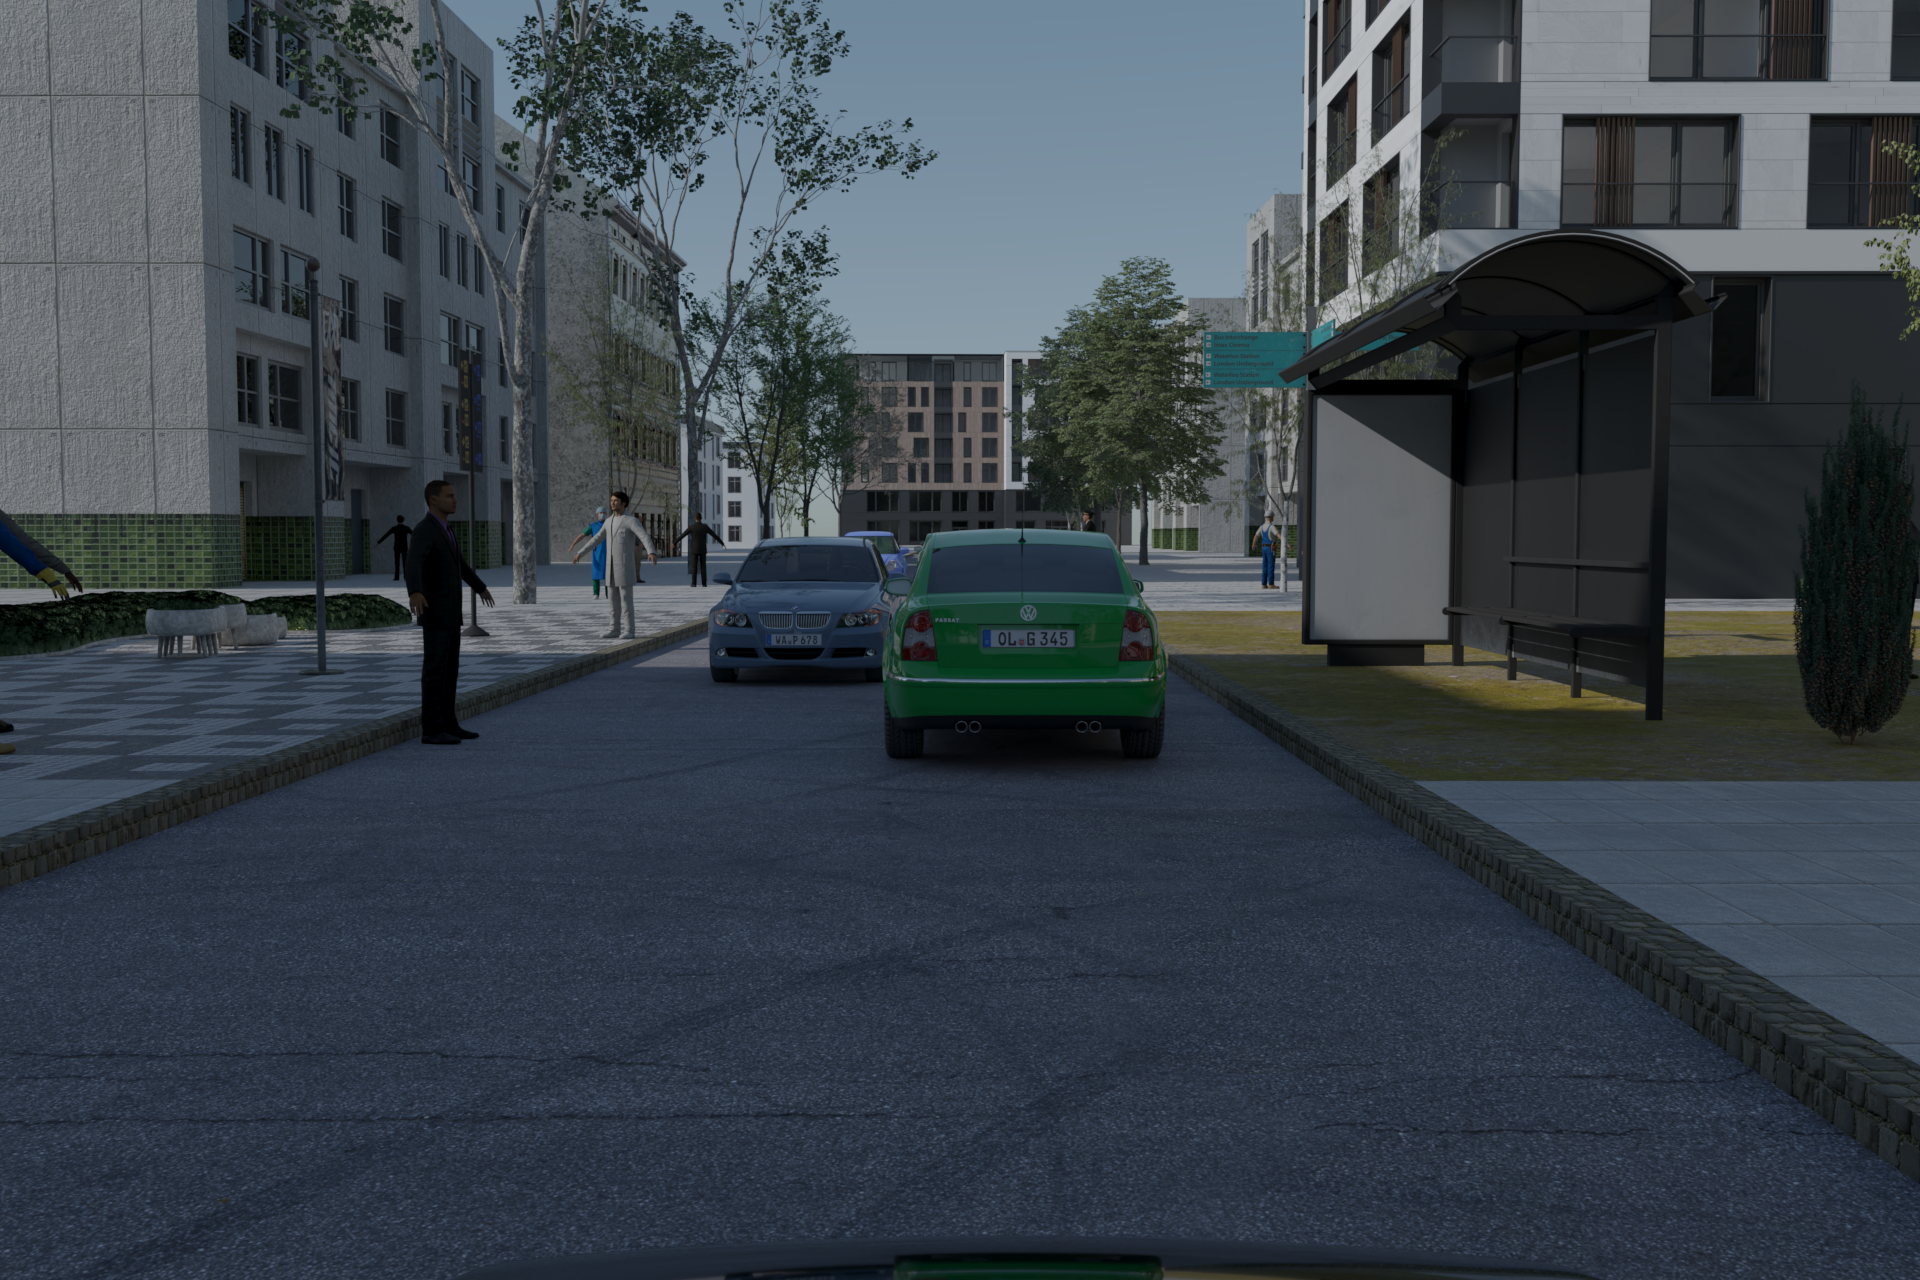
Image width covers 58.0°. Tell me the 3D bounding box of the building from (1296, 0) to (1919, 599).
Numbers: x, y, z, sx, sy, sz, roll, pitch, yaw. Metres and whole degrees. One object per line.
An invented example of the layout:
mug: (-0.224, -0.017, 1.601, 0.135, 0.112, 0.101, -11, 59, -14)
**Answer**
building: (23.361, -12.585, 49.735, 27.936, 21.610, 32.646, 0, 4, 0)

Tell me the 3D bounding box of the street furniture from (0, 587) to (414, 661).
street furniture: (-10.347, -0.377, 21.791, 5.734, 0.657, 10.072, 0, 4, -3)

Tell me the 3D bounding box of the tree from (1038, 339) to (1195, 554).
tree: (7.327, -8.988, 81.371, 8.767, 10.594, 7.601, 2, 4, 26)

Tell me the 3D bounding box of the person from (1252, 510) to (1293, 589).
person: (7.268, -2.125, 40.608, 0.705, 1.847, 1.347, -2, 4, -32)

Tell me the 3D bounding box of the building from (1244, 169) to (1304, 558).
building: (24.685, -13.250, 83.102, 16.747, 18.905, 31.486, 0, 3, 0)

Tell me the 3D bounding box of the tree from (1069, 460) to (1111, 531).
tree: (7.784, -9.601, 107.334, 4.737, 8.622, 4.395, 0, 3, 0)

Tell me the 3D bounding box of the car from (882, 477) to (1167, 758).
car: (0.407, -0.223, 12.435, 1.959, 1.807, 4.718, 0, 3, 0)

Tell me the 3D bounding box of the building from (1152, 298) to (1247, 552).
building: (25.440, -16.624, 138.258, 16.747, 18.905, 31.486, 0, 4, 0)

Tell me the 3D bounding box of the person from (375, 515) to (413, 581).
person: (-15.406, -2.539, 47.705, 1.347, 1.806, 0.705, -2, 4, -26)

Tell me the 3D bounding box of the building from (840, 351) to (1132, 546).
building: (2.429, -21.963, 205.528, 32.646, 21.610, 27.936, 0, 4, -2)

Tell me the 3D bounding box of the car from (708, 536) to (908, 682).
car: (-1.542, -0.386, 18.308, 2.014, 1.417, 4.499, 0, 3, 0)

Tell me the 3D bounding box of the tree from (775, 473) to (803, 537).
tree: (-19.735, -15.452, 203.005, 4.360, 8.622, 3.978, 0, 3, 0)

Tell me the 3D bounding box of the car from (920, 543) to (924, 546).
car: (-0.613, -3.780, 73.598, 2.131, 1.459, 4.920, 0, 4, 0)

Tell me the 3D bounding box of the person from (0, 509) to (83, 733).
person: (-6.366, -0.305, 11.111, 1.348, 1.813, 0.705, 0, 4, -5)

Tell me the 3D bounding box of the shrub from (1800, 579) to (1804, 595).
shrub: (11.874, -0.754, 23.446, 1.383, 1.207, 1.383, 0, 3, 0)

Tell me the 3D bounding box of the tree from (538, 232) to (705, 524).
tree: (-8.209, -5.657, 42.848, 4.360, 8.622, 3.978, 0, 3, 0)

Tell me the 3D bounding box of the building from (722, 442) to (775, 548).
building: (-22.718, -14.043, 171.746, 9.099, 9.664, 28.070, 0, 4, 1)

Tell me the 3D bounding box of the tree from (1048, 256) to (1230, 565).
tree: (7.206, -9.383, 71.540, 7.486, 12.596, 7.792, 0, 3, 0)

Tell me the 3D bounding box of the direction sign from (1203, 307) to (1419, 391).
direction sign: (4.128, -1.904, 19.899, 2.525, 3.948, 1.411, 0, 3, 0)

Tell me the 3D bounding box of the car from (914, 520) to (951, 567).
car: (-0.275, -2.339, 47.043, 1.959, 1.807, 4.718, 0, 4, -1)

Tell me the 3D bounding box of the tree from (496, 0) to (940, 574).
tree: (-7.513, -12.105, 53.802, 12.611, 20.169, 13.585, 0, 3, 0)

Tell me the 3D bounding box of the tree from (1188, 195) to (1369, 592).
tree: (7.176, -5.354, 37.901, 4.360, 8.622, 3.978, 0, 3, 0)

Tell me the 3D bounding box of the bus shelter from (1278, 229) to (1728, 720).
bus shelter: (4.097, -1.246, 14.289, 2.014, 3.302, 5.546, 0, 4, 1)

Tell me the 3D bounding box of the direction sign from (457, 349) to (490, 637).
direction sign: (-6.111, -1.815, 21.679, 0.379, 3.537, 0.876, 0, 4, 1)

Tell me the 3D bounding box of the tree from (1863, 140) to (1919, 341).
tree: (16.456, -4.688, 27.009, 4.737, 8.622, 4.395, 0, 3, 0)

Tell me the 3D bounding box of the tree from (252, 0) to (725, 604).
tree: (-9.179, -10.774, 32.045, 12.611, 20.169, 13.585, 0, 3, 0)

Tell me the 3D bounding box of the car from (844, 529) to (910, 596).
car: (-2.152, -1.933, 41.200, 1.945, 1.707, 3.694, 0, 4, 1)

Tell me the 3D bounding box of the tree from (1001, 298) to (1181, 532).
tree: (7.316, -11.428, 93.496, 9.857, 13.997, 8.962, 0, 3, 0)

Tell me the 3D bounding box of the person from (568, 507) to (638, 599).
person: (-7.027, -1.708, 34.049, 1.347, 1.817, 0.704, -1, 4, -20)

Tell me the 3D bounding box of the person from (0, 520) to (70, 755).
person: (-5.772, -0.249, 10.042, 1.349, 1.833, 0.705, 1, 4, 19)

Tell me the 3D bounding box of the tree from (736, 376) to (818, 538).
tree: (-8.106, -7.821, 78.241, 4.737, 8.622, 4.395, 0, 3, 0)

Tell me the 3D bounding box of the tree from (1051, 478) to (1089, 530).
tree: (6.952, -9.985, 113.610, 4.360, 8.622, 3.978, 0, 3, 0)

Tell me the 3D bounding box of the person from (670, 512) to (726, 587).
person: (-6.318, -2.181, 41.889, 1.346, 1.802, 0.704, -1, 4, -13)

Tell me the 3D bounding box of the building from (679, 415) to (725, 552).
building: (-22.994, -11.849, 135.883, 9.099, 9.664, 28.070, 0, 4, 1)

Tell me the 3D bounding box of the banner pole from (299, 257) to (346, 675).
banner pole: (-5.850, -1.590, 16.019, 0.401, 3.779, 0.863, 0, 4, 2)

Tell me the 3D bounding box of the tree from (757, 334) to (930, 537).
tree: (-7.476, -12.009, 106.723, 12.009, 13.543, 11.850, 0, 3, 0)

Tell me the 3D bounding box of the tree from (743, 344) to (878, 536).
tree: (-8.309, -10.286, 93.928, 9.928, 11.665, 9.643, 0, 3, 0)

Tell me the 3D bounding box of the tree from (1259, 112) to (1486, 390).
tree: (7.651, -4.889, 30.299, 4.360, 8.622, 3.978, 0, 3, 0)

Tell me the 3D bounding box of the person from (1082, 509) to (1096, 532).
person: (2.821, -1.987, 38.419, 0.705, 1.837, 1.347, 1, 4, 19)

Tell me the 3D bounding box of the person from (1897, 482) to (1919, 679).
person: (8.435, -0.534, 15.452, 0.721, 1.740, 1.216, 0, 4, -4)

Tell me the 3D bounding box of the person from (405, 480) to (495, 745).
person: (-3.548, -0.198, 11.927, 0.704, 1.802, 1.346, 0, 4, 5)

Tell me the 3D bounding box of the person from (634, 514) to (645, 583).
person: (-8.435, -2.400, 45.510, 0.705, 1.796, 1.348, -1, 4, -10)

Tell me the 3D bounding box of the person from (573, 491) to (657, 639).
person: (-4.196, -0.924, 21.291, 1.347, 1.806, 0.705, 2, 4, 32)

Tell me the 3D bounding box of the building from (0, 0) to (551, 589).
building: (-25.545, -11.566, 55.562, 16.747, 18.905, 31.486, 0, 4, 1)

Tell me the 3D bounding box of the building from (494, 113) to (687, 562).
building: (-25.081, -15.720, 87.943, 19.493, 23.208, 18.063, 0, 4, 1)

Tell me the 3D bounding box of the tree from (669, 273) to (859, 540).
tree: (-7.921, -8.812, 69.832, 9.928, 11.665, 9.643, 0, 3, 0)
